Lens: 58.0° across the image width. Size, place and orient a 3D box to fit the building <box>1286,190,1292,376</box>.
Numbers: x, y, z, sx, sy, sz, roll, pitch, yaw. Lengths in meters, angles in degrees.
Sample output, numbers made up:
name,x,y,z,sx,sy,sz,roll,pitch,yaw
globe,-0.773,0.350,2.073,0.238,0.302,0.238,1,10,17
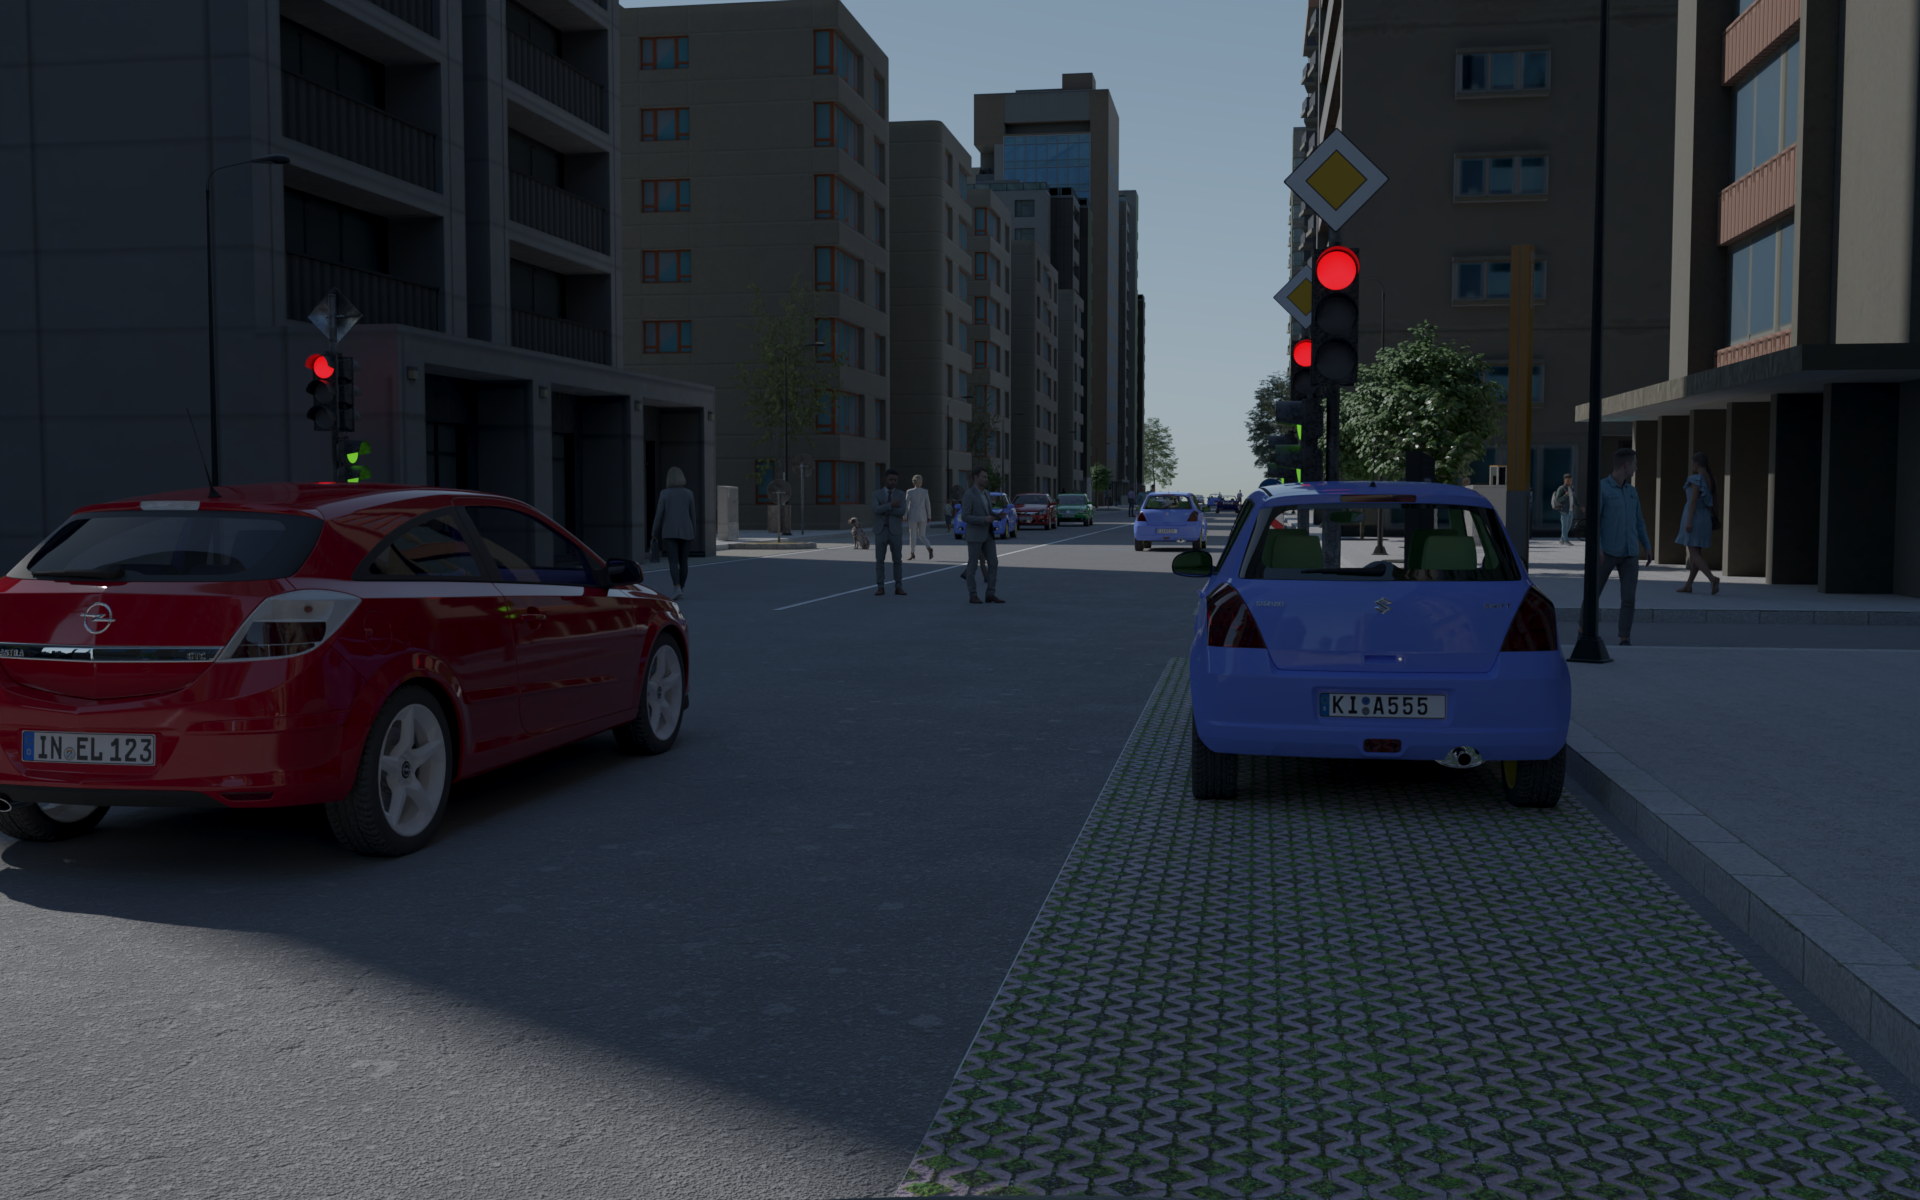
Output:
name,x,y,z,sx,sy,sz,roll,pitch,yaw
building,55.725,-35.517,235.321,22.147,44.769,28.867,1,4,10

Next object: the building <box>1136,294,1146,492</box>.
name,x,y,z,sx,sy,sz,roll,pitch,yaw
building,18.360,-28.758,241.891,14.160,30.474,14.107,1,4,10

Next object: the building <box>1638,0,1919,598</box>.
name,x,y,z,sx,sy,sz,roll,pitch,yaw
building,25.704,-22.765,26.837,28.867,44.769,22.147,1,4,10

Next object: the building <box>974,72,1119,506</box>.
name,x,y,z,sx,sy,sz,roll,pitch,yaw
building,9.831,-32.975,189.249,14.600,45.320,14.200,1,4,10

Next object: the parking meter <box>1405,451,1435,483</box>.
name,x,y,z,sx,sy,sz,roll,pitch,yaw
parking meter,6.293,-1.101,23.713,0.399,1.863,0.255,-3,5,-40

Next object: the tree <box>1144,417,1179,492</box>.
name,x,y,z,sx,sy,sz,roll,pitch,yaw
tree,28.349,-20.661,255.929,7.486,12.596,7.792,0,3,0

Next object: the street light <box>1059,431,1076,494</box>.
name,x,y,z,sx,sy,sz,roll,pitch,yaw
street light,7.901,-9.509,128.007,1.470,5.913,1.316,1,4,10

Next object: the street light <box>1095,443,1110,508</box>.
name,x,y,z,sx,sy,sz,roll,pitch,yaw
street light,12.962,-11.316,157.565,1.470,5.913,1.316,1,4,10

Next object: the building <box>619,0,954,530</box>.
name,x,y,z,sx,sy,sz,roll,pitch,yaw
building,-15.449,-14.198,77.174,27.650,21.520,28.899,1,4,10

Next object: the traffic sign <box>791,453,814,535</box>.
name,x,y,z,sx,sy,sz,roll,pitch,yaw
traffic sign,-4.945,-3.317,54.343,0.768,2.556,0.104,1,4,17

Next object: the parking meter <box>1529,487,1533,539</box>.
name,x,y,z,sx,sy,sz,roll,pitch,yaw
parking meter,16.158,-2.513,49.500,0.372,1.533,0.369,0,3,0

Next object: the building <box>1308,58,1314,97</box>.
name,x,y,z,sx,sy,sz,roll,pitch,yaw
building,50.501,-47.223,210.354,20.563,71.187,20.611,1,4,10

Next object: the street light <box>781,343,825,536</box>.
name,x,y,z,sx,sy,sz,roll,pitch,yaw
street light,-4.830,-4.941,53.334,1.470,5.913,1.316,1,4,10

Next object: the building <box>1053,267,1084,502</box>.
name,x,y,z,sx,sy,sz,roll,pitch,yaw
building,-5.001,-18.243,143.312,27.650,21.520,28.899,1,4,10

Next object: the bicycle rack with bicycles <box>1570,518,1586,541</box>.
name,x,y,z,sx,sy,sz,roll,pitch,yaw
bicycle rack with bicycles,17.655,-2.015,46.329,2.925,0.926,2.852,-1,4,-11

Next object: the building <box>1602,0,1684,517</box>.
name,x,y,z,sx,sy,sz,roll,pitch,yaw
building,36.236,-28.708,124.005,22.147,44.769,28.867,1,4,10

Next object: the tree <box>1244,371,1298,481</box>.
name,x,y,z,sx,sy,sz,roll,pitch,yaw
tree,33.774,-16.569,177.554,9.857,13.997,8.962,0,3,0

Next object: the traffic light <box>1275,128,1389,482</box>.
name,x,y,z,sx,sy,sz,roll,pitch,yaw
traffic light,2.884,-1.502,13.476,0.839,4.253,0.868,1,4,10

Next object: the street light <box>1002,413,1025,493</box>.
name,x,y,z,sx,sy,sz,roll,pitch,yaw
street light,2.993,-7.740,99.088,1.470,5.913,1.316,1,4,10

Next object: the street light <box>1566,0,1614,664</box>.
name,x,y,z,sx,sy,sz,roll,pitch,yaw
street light,4.291,-2.486,13.180,1.470,5.913,1.316,1,4,10

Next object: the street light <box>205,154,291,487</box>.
name,x,y,z,sx,sy,sz,roll,pitch,yaw
street light,-9.838,-3.143,23.928,1.470,5.913,1.316,1,4,10

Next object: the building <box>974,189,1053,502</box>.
name,x,y,z,sx,sy,sz,roll,pitch,yaw
building,-9.493,-16.500,114.816,27.650,21.520,28.899,1,4,10

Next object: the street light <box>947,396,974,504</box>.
name,x,y,z,sx,sy,sz,roll,pitch,yaw
street light,-0.036,-6.693,81.977,1.470,5.913,1.316,1,4,10

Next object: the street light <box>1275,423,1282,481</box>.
name,x,y,z,sx,sy,sz,roll,pitch,yaw
street light,21.182,-8.574,112.725,1.470,5.913,1.316,1,4,10

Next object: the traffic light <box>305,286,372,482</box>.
name,x,y,z,sx,sy,sz,roll,pitch,yaw
traffic light,-8.456,-2.114,23.485,0.839,4.253,0.868,1,4,10

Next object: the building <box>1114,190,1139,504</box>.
name,x,y,z,sx,sy,sz,roll,pitch,yaw
building,15.835,-33.264,227.462,14.154,41.232,14.086,1,4,10

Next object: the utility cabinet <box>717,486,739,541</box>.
name,x,y,z,sx,sy,sz,roll,pitch,yaw
utility cabinet,-6.340,-2.371,47.437,0.318,1.500,1.173,0,4,6

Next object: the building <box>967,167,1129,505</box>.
name,x,y,z,sx,sy,sz,roll,pitch,yaw
building,4.109,-31.697,210.123,32.217,40.220,23.993,1,4,10

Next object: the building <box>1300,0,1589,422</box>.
name,x,y,z,sx,sy,sz,roll,pitch,yaw
building,41.211,-30.444,152.388,22.147,44.769,28.867,1,4,10

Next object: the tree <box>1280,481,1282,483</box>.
name,x,y,z,sx,sy,sz,roll,pitch,yaw
tree,45.009,-15.447,247.158,1.663,3.219,1.824,0,3,0

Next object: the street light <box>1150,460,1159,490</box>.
name,x,y,z,sx,sy,sz,roll,pitch,yaw
street light,26.722,-16.255,238.315,1.470,5.913,1.316,1,4,10

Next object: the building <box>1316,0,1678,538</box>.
name,x,y,z,sx,sy,sz,roll,pitch,yaw
building,23.545,-26.627,59.049,21.300,48.544,21.600,1,4,10

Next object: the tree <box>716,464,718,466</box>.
name,x,y,z,sx,sy,sz,roll,pitch,yaw
tree,-8.149,-3.410,50.355,1.663,3.219,1.824,0,3,0

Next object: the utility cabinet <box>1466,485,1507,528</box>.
name,x,y,z,sx,sy,sz,roll,pitch,yaw
utility cabinet,12.880,-2.061,42.372,1.173,1.500,0.318,-2,4,-27

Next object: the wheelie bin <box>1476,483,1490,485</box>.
name,x,y,z,sx,sy,sz,roll,pitch,yaw
wheelie bin,14.901,-2.506,48.888,0.980,1.594,0.693,-1,4,-11

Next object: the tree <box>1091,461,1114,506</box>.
name,x,y,z,sx,sy,sz,roll,pitch,yaw
tree,13.831,-11.571,172.891,4.285,4.588,4.351,0,3,0

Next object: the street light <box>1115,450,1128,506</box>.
name,x,y,z,sx,sy,sz,roll,pitch,yaw
street light,16.883,-12.754,181.069,1.470,5.913,1.316,1,4,10

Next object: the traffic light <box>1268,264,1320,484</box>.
name,x,y,z,sx,sy,sz,roll,pitch,yaw
traffic light,4.226,-1.983,21.348,0.839,4.253,0.868,1,4,10

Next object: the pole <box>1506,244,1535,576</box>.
name,x,y,z,sx,sy,sz,roll,pitch,yaw
pole,4.617,-1.251,14.302,0.158,3.312,0.155,0,3,0

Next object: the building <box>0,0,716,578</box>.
name,x,y,z,sx,sy,sz,roll,pitch,yaw
building,-16.397,-36.482,34.741,20.563,71.187,20.611,1,4,10

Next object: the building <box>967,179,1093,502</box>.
name,x,y,z,sx,sy,sz,roll,pitch,yaw
building,4.804,-23.942,163.145,14.160,30.474,14.107,1,4,10

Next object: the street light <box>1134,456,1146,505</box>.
name,x,y,z,sx,sy,sz,roll,pitch,yaw
street light,21.779,-14.505,209.695,1.470,5.913,1.316,1,4,10

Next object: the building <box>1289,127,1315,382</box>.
name,x,y,z,sx,sy,sz,roll,pitch,yaw
building,44.235,-31.264,194.768,14.154,41.232,14.086,1,4,10

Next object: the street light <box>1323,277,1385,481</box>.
name,x,y,z,sx,sy,sz,roll,pitch,yaw
street light,8.318,-3.907,36.421,1.470,5.913,1.316,1,4,10
